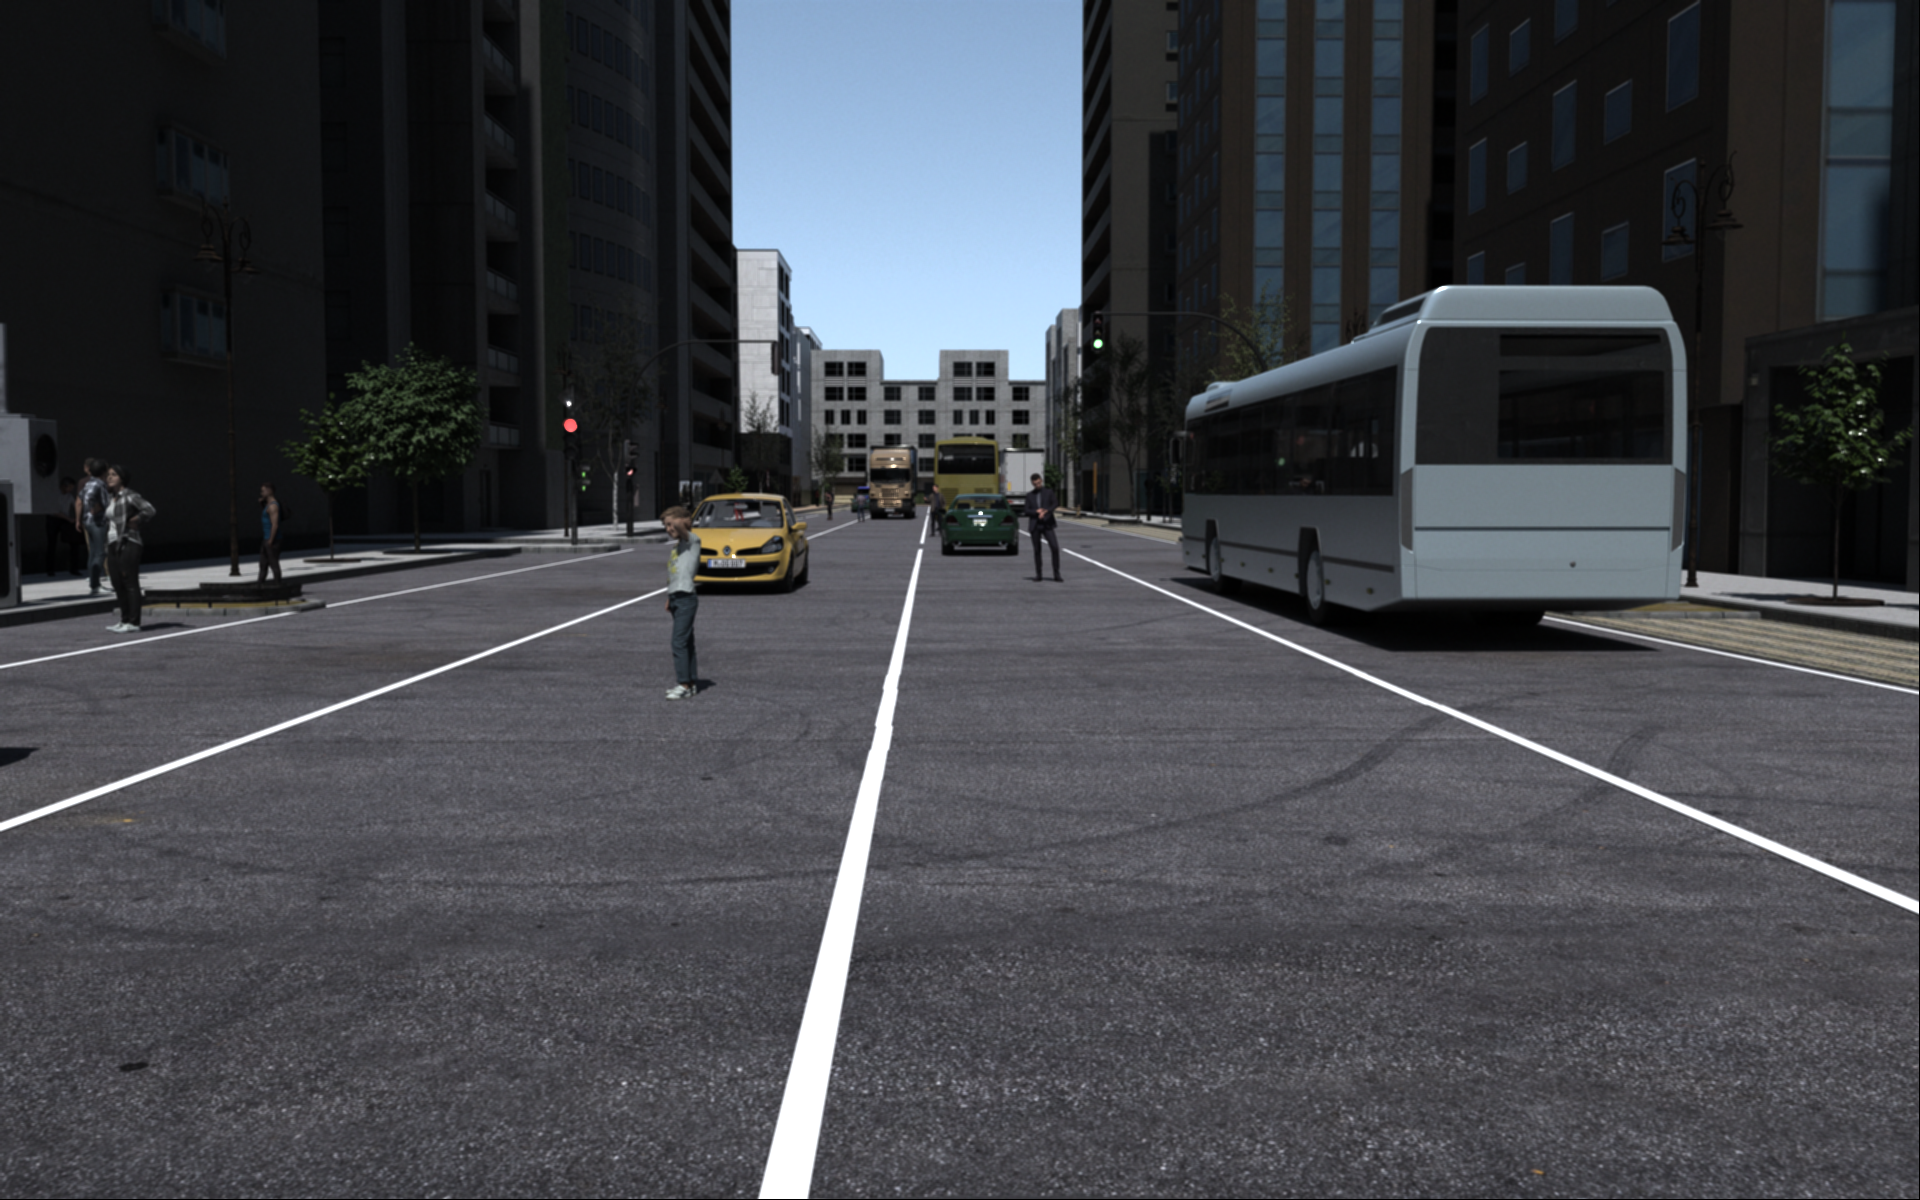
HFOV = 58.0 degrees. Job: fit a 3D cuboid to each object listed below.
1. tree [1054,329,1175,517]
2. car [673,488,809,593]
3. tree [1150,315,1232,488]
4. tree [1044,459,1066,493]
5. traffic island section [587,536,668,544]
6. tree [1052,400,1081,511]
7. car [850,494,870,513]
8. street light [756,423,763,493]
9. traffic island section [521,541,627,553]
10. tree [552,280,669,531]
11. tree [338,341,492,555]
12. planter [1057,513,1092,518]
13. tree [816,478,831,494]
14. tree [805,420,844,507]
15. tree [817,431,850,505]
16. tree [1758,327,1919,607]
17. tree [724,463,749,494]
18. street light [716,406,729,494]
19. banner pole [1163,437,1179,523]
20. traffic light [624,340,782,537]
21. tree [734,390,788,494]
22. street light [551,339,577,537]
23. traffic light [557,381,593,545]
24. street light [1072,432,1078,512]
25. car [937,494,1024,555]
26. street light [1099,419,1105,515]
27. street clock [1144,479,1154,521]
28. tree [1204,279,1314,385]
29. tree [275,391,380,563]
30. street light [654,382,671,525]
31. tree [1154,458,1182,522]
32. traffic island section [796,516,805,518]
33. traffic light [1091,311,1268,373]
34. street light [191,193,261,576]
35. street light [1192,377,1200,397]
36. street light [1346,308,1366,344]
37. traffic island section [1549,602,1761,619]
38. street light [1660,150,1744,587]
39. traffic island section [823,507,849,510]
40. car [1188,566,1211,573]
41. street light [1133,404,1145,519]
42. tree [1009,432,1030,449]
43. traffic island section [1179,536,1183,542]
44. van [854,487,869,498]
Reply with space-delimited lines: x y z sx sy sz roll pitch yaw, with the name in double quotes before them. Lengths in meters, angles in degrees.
"tree" 9.724 -9.964 97.320 8.767 10.594 7.601 0 4 -8
"car" -3.280 -0.980 26.249 2.015 1.641 3.980 0 3 0
"tree" 9.682 -7.438 71.980 4.360 8.622 3.978 0 3 0
"tree" 7.959 -10.663 158.046 4.285 4.588 4.351 0 3 0
"traffic island section" -9.786 -1.775 51.298 2.009 0.180 2.903 0 4 -1
"tree" 8.955 -11.053 131.084 4.737 8.622 4.395 0 3 0
"car" -7.478 -7.564 135.471 2.131 1.459 4.920 0 4 1
"street light" -12.814 -8.431 110.627 0.468 5.910 1.993 0 4 -1
"traffic island section" -9.658 -1.286 43.314 2.009 0.180 2.903 0 4 -1
"tree" -12.039 -6.711 60.087 4.360 8.622 3.978 0 3 0
"tree" -11.677 -3.279 37.327 4.285 4.588 4.351 0 3 0
"planter" 6.803 -5.040 103.538 1.991 0.319 1.994 0 4 -1
"tree" -14.406 -11.564 183.676 1.663 3.219 1.824 0 3 0
"tree" -13.722 -13.642 173.410 4.360 8.622 3.978 0 3 0
"tree" -14.768 -15.362 201.528 4.737 8.622 4.395 0 3 0
"tree" 10.333 -1.561 20.120 1.663 3.219 1.824 0 3 0
"tree" -13.560 -6.706 104.250 1.663 3.219 1.824 0 3 0
"street light" -12.510 -7.250 91.322 0.468 5.910 1.993 0 4 -1
"banner pole" 9.175 -5.245 75.765 0.863 3.779 0.401 0 4 1
"traffic light" -7.655 -4.683 51.232 4.771 5.953 1.251 0 4 -1
"tree" -13.953 -10.465 121.459 4.360 8.622 3.978 0 3 0
"street light" -11.772 -4.824 51.661 0.468 5.910 1.993 0 4 -1
"traffic light" -9.618 -3.319 43.180 0.839 4.253 0.868 0 4 -1
"street light" 8.426 -9.388 126.274 0.468 5.910 1.993 0 4 -1
"car" 0.492 -1.854 42.106 2.131 1.459 4.920 0 4 1
"street light" 8.795 -8.207 106.970 0.468 5.910 1.993 0 4 -1
"street clock" 8.985 -4.758 82.355 0.471 2.002 0.358 0 4 7
"tree" 10.351 -6.728 60.364 4.737 8.622 4.395 0 3 0
"tree" -11.691 -2.319 32.519 1.663 3.219 1.824 0 3 0
"street light" -12.264 -6.042 71.566 0.468 5.910 1.993 0 4 -1
"tree" 9.875 -5.229 80.094 1.663 3.219 1.824 0 3 0
"traffic island section" -10.296 -4.948 103.765 1.991 0.108 1.994 0 4 -1
"traffic light" 5.631 -4.198 43.297 4.771 5.953 1.251 0 4 -1
"street light" -11.360 -3.314 26.964 0.468 5.910 1.993 0 4 -1
"street light" 9.279 -5.845 68.347 0.468 5.910 1.993 0 4 -1
"street light" 9.802 -4.298 43.058 0.468 5.910 1.993 0 4 -1
"traffic island section" 8.131 0.132 20.708 1.991 0.108 1.994 0 4 -1
"street light" 10.109 -3.117 23.752 0.468 5.910 1.993 0 4 -1
"traffic island section" -11.089 -7.965 153.097 1.991 0.108 1.994 0 4 -1
"car" 5.185 -1.304 31.544 2.015 1.641 3.980 0 4 -1
"street light" 9.043 -7.026 87.663 0.468 5.910 1.993 0 4 -1
"tree" 7.434 -15.504 203.846 4.737 8.622 4.395 0 3 0
"traffic island section" 7.634 -1.791 51.571 2.009 0.180 2.903 0 4 -1
"van" -7.544 -8.440 142.371 2.240 2.365 5.245 0 4 -1
